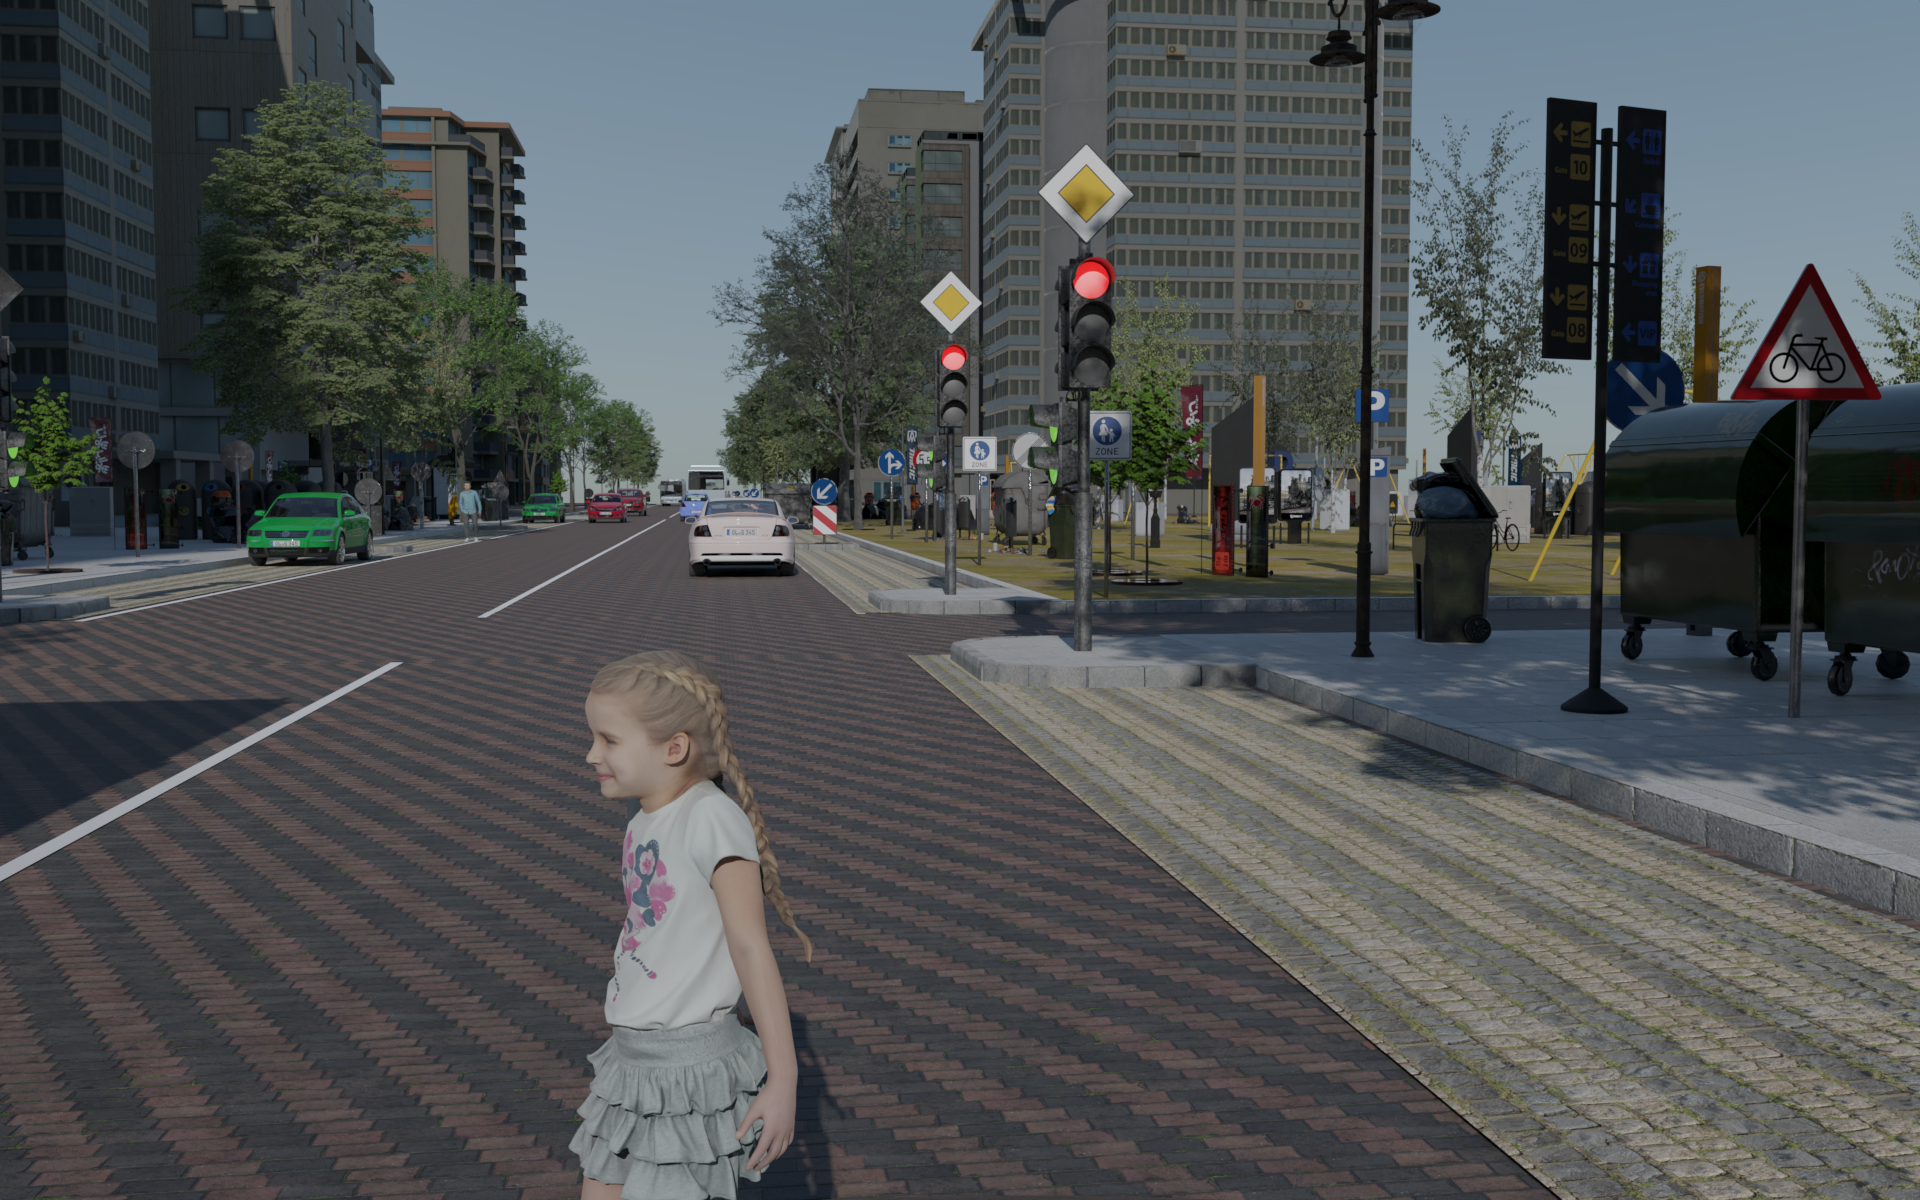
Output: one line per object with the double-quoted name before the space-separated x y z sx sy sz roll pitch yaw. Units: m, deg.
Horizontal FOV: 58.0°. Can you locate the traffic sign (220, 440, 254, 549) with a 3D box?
"traffic sign" -16.964 -2.482 40.679 0.768 2.556 0.104 0 4 -8

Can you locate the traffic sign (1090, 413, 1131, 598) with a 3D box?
"traffic sign" 1.811 -1.179 21.400 0.606 2.300 0.079 0 4 1

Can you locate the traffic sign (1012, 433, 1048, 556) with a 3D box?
"traffic sign" 1.460 -2.196 36.006 0.768 2.556 0.104 0 4 0

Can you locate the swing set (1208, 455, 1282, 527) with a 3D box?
"swing set" 11.297 -4.389 69.373 3.119 2.851 2.862 1 4 9

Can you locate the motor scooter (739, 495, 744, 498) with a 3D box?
"motor scooter" -27.422 -12.499 217.132 0.815 1.314 1.986 -1 4 -10

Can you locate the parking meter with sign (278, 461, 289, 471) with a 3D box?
"parking meter with sign" -35.594 -5.855 91.989 0.543 3.016 1.738 0 4 -1

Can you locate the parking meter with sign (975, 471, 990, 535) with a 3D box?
"parking meter with sign" 0.685 -3.569 54.621 0.543 3.016 1.738 0 4 -3

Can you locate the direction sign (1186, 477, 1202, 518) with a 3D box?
"direction sign" 12.825 -6.289 94.827 0.876 3.537 0.379 1 4 14

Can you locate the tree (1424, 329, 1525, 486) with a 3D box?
"tree" 21.838 -7.471 72.520 4.737 8.622 4.395 0 3 0

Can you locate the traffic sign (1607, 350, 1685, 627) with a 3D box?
"traffic sign" 5.845 -0.909 14.962 0.768 2.556 0.104 0 4 -2

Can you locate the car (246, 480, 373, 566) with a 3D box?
"car" -13.388 -1.652 35.808 1.959 1.807 4.718 0 4 -8

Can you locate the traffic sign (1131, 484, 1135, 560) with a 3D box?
"traffic sign" 3.374 -2.057 33.744 0.768 2.556 0.104 0 4 -4

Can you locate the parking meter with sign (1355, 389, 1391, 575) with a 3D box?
"parking meter with sign" 6.703 -1.944 28.046 0.543 3.016 1.738 1 4 10

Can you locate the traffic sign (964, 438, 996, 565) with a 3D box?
"traffic sign" 0.351 -1.769 31.056 0.606 2.300 0.079 0 4 -4

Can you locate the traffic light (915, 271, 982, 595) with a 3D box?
"traffic light" -0.138 -2.021 21.967 0.839 4.253 0.868 0 4 -8

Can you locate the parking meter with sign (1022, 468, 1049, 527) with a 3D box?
"parking meter with sign" 3.022 -4.293 66.458 1.738 3.016 0.543 -3 4 -38

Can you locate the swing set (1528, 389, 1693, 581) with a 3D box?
"swing set" 10.493 -1.712 25.618 2.862 2.851 3.119 3 5 44

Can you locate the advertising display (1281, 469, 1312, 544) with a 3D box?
"advertising display" 8.602 -2.403 44.497 0.974 1.923 0.123 -1 4 -23

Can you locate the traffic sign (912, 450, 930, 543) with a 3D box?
"traffic sign" -0.881 -2.793 45.772 0.768 2.556 0.104 0 4 -6

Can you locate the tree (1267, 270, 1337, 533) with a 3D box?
"tree" 12.250 -6.489 56.451 4.360 8.622 3.978 0 3 0

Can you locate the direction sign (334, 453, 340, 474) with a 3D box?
"direction sign" -32.166 -5.961 89.456 0.379 3.537 0.876 0 4 -3

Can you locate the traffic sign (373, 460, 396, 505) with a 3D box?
"traffic sign" -22.092 -4.066 66.483 0.884 2.594 0.081 0 4 -6

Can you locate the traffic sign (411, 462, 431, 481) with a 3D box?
"traffic sign" -21.411 -4.202 68.800 0.768 2.556 0.104 0 4 -7

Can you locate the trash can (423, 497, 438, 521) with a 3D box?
"trash can" -25.442 -4.373 83.150 0.748 1.137 0.748 0 3 0

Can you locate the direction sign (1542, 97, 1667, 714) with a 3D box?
"direction sign" 3.759 -1.111 10.158 0.876 3.537 0.379 -2 4 -23

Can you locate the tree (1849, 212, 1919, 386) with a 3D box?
"tree" 24.829 -5.716 43.817 4.737 8.622 4.395 0 3 0

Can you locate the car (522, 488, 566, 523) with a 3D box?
"car" -20.486 -4.678 85.288 1.959 1.807 4.718 0 4 -8

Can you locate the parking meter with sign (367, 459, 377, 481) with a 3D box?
"parking meter with sign" -28.703 -5.390 84.389 0.543 3.016 1.738 -2 4 -29

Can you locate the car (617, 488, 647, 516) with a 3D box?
"car" -21.553 -6.378 112.956 2.281 1.827 5.304 0 4 -7

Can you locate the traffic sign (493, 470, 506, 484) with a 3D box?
"traffic sign" -24.980 -5.754 94.089 0.884 2.594 0.081 0 4 -6

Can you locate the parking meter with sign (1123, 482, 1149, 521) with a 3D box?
"parking meter with sign" 8.224 -5.273 82.476 1.738 3.016 0.543 -1 4 -23

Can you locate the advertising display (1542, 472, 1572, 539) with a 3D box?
"advertising display" 17.088 -2.713 49.571 0.974 1.923 0.123 -1 4 -22

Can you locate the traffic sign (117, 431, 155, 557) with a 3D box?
"traffic sign" -16.693 -2.140 35.090 0.768 2.556 0.104 0 4 -1

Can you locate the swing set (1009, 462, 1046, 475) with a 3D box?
"swing set" 3.761 -5.368 85.389 3.119 2.851 2.862 -1 4 -8

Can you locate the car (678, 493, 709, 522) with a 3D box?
"car" -13.972 -5.027 91.777 1.945 1.707 3.694 0 4 -8

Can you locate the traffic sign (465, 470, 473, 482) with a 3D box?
"traffic sign" -26.501 -5.672 92.843 0.768 2.556 0.104 0 4 -1

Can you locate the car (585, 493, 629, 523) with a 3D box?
"car" -17.718 -4.773 87.080 2.155 1.783 4.494 -1 4 -9

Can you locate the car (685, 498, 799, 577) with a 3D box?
"car" -3.970 -1.174 31.556 2.083 1.381 4.827 0 4 -7

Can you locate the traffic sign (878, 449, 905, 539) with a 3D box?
"traffic sign" -1.927 -2.985 48.904 0.768 2.556 0.104 0 4 -5

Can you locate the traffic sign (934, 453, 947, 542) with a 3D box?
"traffic sign" -0.674 -2.854 46.774 0.768 2.556 0.104 0 4 -1

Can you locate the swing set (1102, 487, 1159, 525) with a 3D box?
"swing set" 6.712 -4.697 74.418 3.119 2.851 2.862 3 5 42

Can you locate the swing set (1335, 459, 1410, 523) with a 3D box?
"swing set" 17.944 -4.825 76.508 2.862 2.851 3.119 -1 4 -16

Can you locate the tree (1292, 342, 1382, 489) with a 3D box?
"tree" 17.826 -7.976 80.775 4.737 8.622 4.395 0 3 0

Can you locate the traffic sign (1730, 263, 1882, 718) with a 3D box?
"traffic sign" 4.787 -0.603 9.865 0.884 2.594 0.081 0 4 -5

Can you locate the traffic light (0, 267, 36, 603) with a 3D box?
"traffic light" -11.384 -1.923 20.356 0.839 4.253 0.868 0 4 -8

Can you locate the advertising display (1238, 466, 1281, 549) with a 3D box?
"advertising display" 6.996 -2.170 40.696 0.974 1.923 0.123 3 4 37
